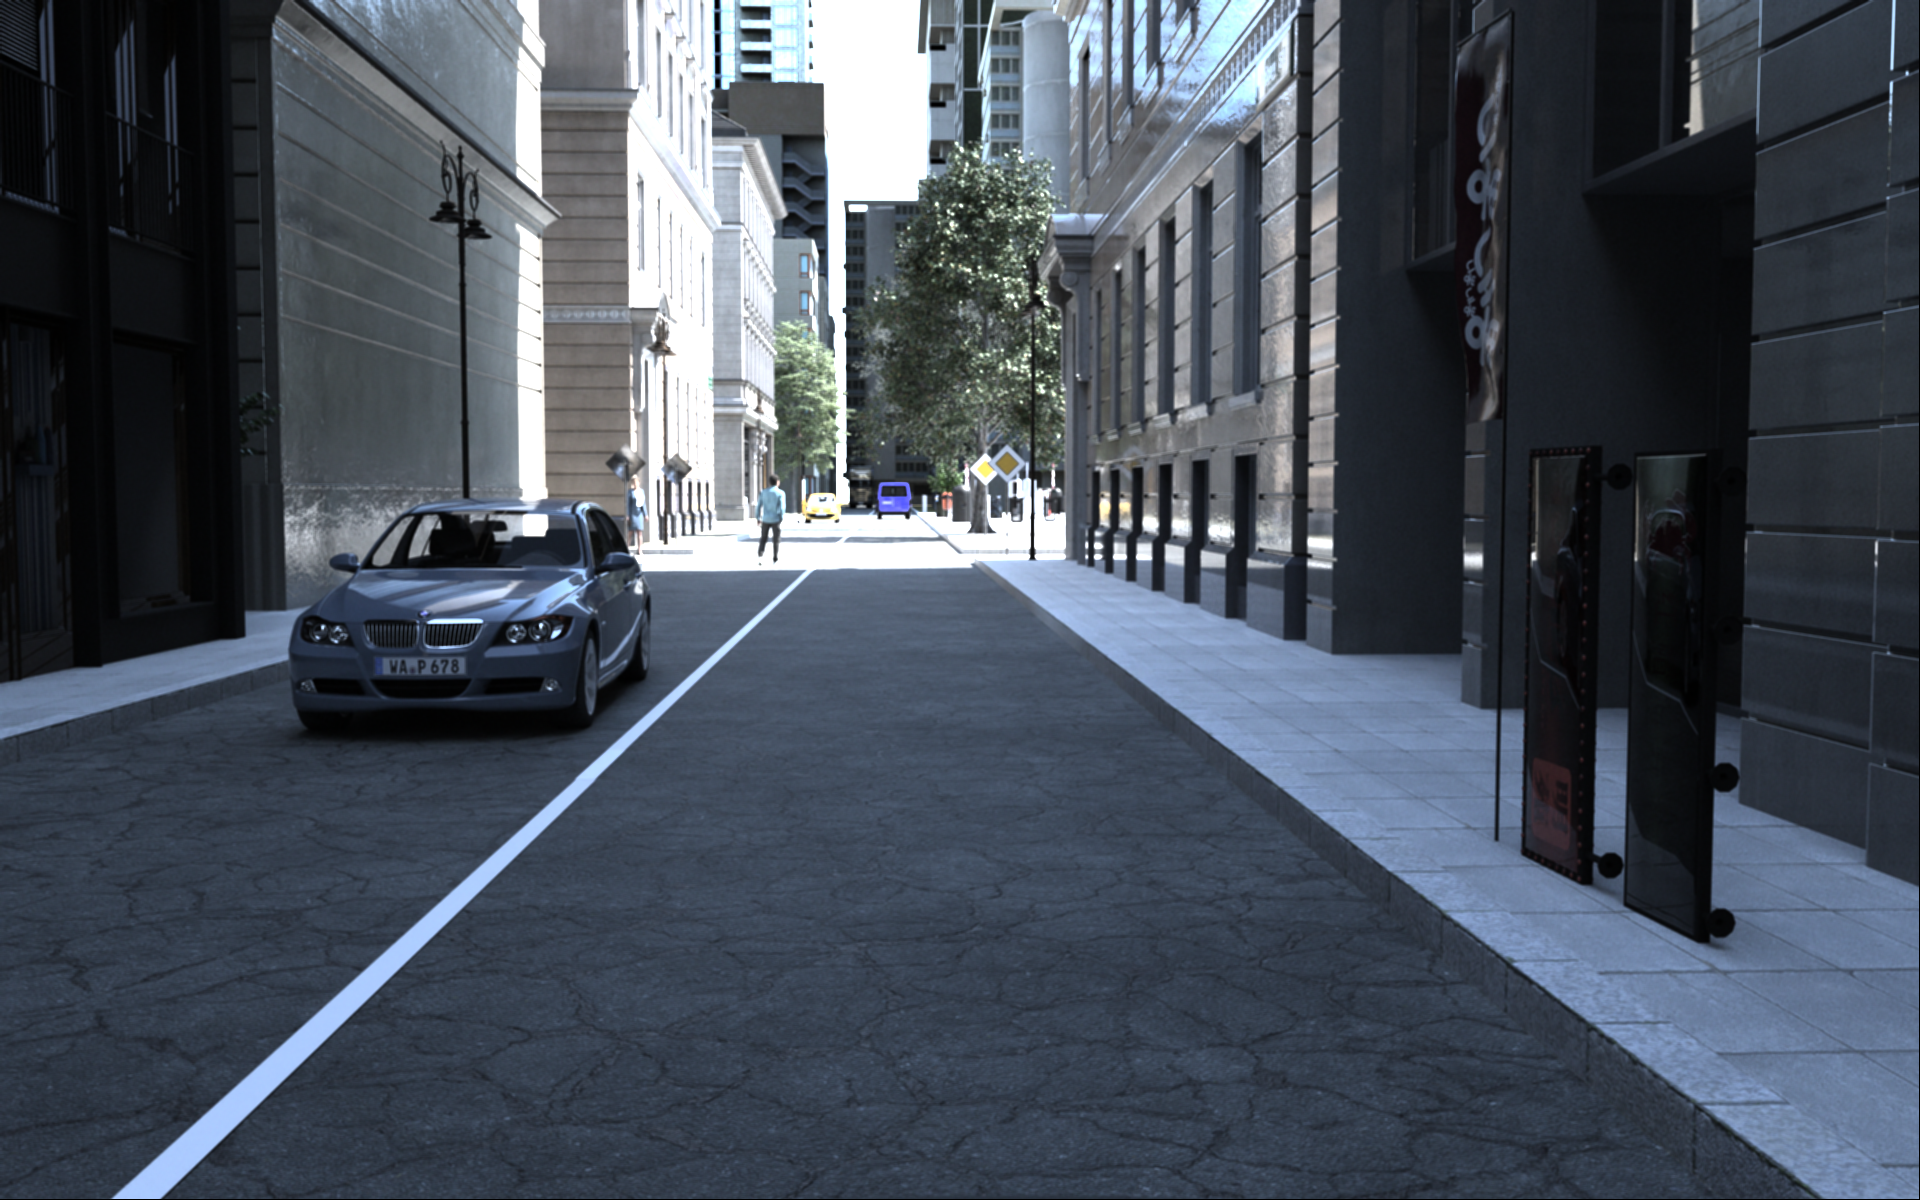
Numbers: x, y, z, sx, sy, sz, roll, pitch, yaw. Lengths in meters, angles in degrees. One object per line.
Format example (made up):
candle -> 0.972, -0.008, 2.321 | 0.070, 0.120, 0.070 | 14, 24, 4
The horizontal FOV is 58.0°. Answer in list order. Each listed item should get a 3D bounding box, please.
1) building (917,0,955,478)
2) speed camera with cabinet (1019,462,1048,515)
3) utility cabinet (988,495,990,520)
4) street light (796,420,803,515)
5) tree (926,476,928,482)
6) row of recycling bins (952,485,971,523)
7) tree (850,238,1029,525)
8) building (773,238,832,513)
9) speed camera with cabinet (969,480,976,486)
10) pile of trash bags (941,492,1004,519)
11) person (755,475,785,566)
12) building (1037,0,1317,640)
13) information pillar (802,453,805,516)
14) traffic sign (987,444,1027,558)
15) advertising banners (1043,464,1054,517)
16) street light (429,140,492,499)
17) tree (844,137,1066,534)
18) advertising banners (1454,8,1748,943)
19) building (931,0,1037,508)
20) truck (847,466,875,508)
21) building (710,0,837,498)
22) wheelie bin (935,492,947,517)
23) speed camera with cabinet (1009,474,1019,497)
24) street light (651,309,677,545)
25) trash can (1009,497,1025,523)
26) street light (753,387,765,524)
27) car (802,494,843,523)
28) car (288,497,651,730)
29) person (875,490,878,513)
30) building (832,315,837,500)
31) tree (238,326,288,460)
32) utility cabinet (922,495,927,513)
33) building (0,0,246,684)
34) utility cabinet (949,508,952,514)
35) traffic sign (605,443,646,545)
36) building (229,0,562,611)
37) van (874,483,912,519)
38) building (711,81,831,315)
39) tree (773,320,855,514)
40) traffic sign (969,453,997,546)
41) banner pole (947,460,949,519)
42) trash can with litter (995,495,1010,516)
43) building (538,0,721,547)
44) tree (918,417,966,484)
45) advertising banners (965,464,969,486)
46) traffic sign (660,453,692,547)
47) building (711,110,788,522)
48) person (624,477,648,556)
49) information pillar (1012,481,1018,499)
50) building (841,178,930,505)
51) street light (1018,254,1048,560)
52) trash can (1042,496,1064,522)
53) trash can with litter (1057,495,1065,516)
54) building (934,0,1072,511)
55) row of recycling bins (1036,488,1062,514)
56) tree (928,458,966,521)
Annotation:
building -> 10.087, -36.086, 179.252 | 28.713, 52.752, 27.495 | 0, 4, -2
speed camera with cabinet -> 4.718, -6.886, 106.923 | 0.660, 3.252, 2.038 | -3, 4, -37
utility cabinet -> 1.057, -4.586, 86.150 | 0.306, 1.237, 1.020 | 3, 5, 40
street light -> -9.889, -8.174, 106.438 | 0.468, 5.910, 1.993 | 0, 4, -2
tree -> -1.084, -6.081, 94.031 | 1.663, 3.219, 1.824 | 0, 3, 0
row of recycling bins -> 0.413, -4.388, 78.860 | 1.069, 1.692, 3.534 | 1, 4, 17
tree -> 0.422, -9.823, 70.984 | 12.009, 13.543, 11.850 | 0, 3, 0
building -> -24.315, -17.510, 131.332 | 27.650, 21.520, 28.899 | 0, 4, -2
speed camera with cabinet -> 1.043, -7.112, 110.621 | 0.660, 3.252, 2.038 | 1, 4, 10
pile of trash bags -> 0.666, -4.928, 90.328 | 3.447, 1.369, 1.912 | 1, 4, 17
person -> -3.825, -1.604, 34.739 | 0.660, 1.820, 0.620 | 1, 4, 14
building -> 8.673, -14.578, 24.258 | 13.634, 28.700, 20.117 | 0, 4, -2
information pillar -> -9.032, -6.637, 99.862 | 0.183, 3.616, 0.504 | 0, 4, 4
traffic sign -> 0.937, -1.888, 34.506 | 0.795, 2.450, 0.064 | 0, 4, -2
advertising banners -> 5.003, -6.173, 97.112 | 0.090, 3.025, 2.074 | 1, 4, 21
street light -> -6.630, -3.080, 23.151 | 0.468, 5.910, 1.993 | 0, 4, -2
tree -> 0.803, -8.487, 55.763 | 9.611, 12.733, 9.660 | 0, 3, 0
advertising banners -> 2.036, -0.588, 5.798 | 0.090, 3.025, 2.074 | 0, 4, -5
building -> 7.923, -43.812, 154.579 | 20.563, 71.187, 20.611 | 0, 4, -2
truck -> -10.100, -11.501, 176.946 | 2.839, 4.237, 11.283 | 0, 4, -3
building -> -30.676, -54.860, 209.634 | 31.000, 86.520, 22.319 | 0, 4, -2
wheelie bin -> -0.931, -5.440, 96.846 | 0.693, 1.594, 0.980 | 3, 5, 43
speed camera with cabinet -> 3.818, -7.085, 110.173 | 0.660, 3.252, 2.038 | 2, 4, 30
street light -> -7.393, -4.317, 43.377 | 0.468, 5.910, 1.993 | 0, 4, -2
trash can -> 2.515, -3.966, 76.490 | 0.748, 1.137, 0.748 | 0, 3, 0
street light -> -8.665, -6.239, 74.789 | 0.468, 5.910, 1.993 | 0, 4, -2
car -> -6.821, -4.631, 85.938 | 2.015, 1.641, 3.980 | 0, 4, -3
car -> -3.216, -0.005, 12.090 | 2.014, 1.417, 4.499 | 0, 4, -3
person -> -6.361, -7.635, 134.135 | 0.742, 1.727, 0.445 | 3, 5, 43
building -> -25.809, -19.333, 161.128 | 27.650, 21.520, 28.899 | 0, 4, -2
tree -> -7.704, -1.360, 16.834 | 1.663, 3.219, 1.824 | 0, 3, 0
utility cabinet -> -2.391, -6.469, 116.933 | 0.306, 1.237, 1.020 | 0, 4, -4
building -> -12.243, -10.827, 6.692 | 12.332, 23.373, 15.834 | 0, 4, -2
utility cabinet -> -0.959, -6.014, 109.492 | 1.020, 1.237, 0.306 | 2, 4, 33
traffic sign -> -6.603, -1.871, 34.233 | 0.795, 2.450, 0.064 | 0, 4, -2
building -> -21.913, -11.727, 25.025 | 30.059, 22.955, 16.112 | 0, 4, -2
van -> -3.813, -5.808, 99.340 | 2.240, 2.365, 5.245 | 0, 4, -3
building -> -21.210, -32.729, 185.224 | 14.200, 45.320, 14.600 | 0, 4, -2
tree -> -10.545, -11.927, 113.126 | 7.486, 12.596, 7.792 | 0, 3, 0
traffic sign -> 0.625, -2.376, 42.485 | 0.795, 2.450, 0.064 | 0, 4, -2
banner pole -> -0.609, -5.984, 87.854 | 0.401, 3.779, 0.863 | 0, 4, -1
trash can with litter -> 2.549, -5.719, 104.562 | 1.678, 1.210, 2.233 | 2, 4, 27
building -> -14.509, -16.204, 50.843 | 13.634, 28.700, 20.117 | 0, 4, -2
tree -> -1.214, -10.286, 118.540 | 4.360, 8.622, 3.978 | 0, 3, 0
advertising banners -> 0.731, -6.366, 100.270 | 0.090, 3.025, 2.074 | 2, 4, 27
traffic sign -> -6.914, -2.359, 42.212 | 0.795, 2.450, 0.064 | 0, 4, -2
building -> -14.522, -14.094, 81.351 | 10.553, 20.767, 40.483 | 0, 4, -2
person -> -7.412, -1.895, 39.514 | 0.581, 1.822, 0.654 | -2, 4, -31
information pillar -> 3.149, -5.826, 99.746 | 0.304, 2.012, 0.304 | -1, 4, -8
building -> -2.606, -32.050, 215.890 | 23.993, 40.220, 32.217 | 0, 4, -2
street light -> 1.412, -3.718, 33.581 | 0.468, 5.910, 1.993 | 0, 4, -2
trash can -> 4.151, -4.178, 79.963 | 0.748, 1.137, 0.748 | 0, 3, 0
trash can with litter -> 6.630, -5.573, 102.184 | 2.233, 1.210, 1.678 | -1, 4, -16
building -> 14.290, -26.980, 132.996 | 32.217, 40.220, 23.993 | 0, 4, -2
row of recycling bins -> 5.469, -6.622, 115.382 | 1.069, 1.692, 3.534 | -3, 5, -41
tree -> -0.566, -5.374, 82.466 | 1.663, 3.219, 1.824 | 0, 3, 0
